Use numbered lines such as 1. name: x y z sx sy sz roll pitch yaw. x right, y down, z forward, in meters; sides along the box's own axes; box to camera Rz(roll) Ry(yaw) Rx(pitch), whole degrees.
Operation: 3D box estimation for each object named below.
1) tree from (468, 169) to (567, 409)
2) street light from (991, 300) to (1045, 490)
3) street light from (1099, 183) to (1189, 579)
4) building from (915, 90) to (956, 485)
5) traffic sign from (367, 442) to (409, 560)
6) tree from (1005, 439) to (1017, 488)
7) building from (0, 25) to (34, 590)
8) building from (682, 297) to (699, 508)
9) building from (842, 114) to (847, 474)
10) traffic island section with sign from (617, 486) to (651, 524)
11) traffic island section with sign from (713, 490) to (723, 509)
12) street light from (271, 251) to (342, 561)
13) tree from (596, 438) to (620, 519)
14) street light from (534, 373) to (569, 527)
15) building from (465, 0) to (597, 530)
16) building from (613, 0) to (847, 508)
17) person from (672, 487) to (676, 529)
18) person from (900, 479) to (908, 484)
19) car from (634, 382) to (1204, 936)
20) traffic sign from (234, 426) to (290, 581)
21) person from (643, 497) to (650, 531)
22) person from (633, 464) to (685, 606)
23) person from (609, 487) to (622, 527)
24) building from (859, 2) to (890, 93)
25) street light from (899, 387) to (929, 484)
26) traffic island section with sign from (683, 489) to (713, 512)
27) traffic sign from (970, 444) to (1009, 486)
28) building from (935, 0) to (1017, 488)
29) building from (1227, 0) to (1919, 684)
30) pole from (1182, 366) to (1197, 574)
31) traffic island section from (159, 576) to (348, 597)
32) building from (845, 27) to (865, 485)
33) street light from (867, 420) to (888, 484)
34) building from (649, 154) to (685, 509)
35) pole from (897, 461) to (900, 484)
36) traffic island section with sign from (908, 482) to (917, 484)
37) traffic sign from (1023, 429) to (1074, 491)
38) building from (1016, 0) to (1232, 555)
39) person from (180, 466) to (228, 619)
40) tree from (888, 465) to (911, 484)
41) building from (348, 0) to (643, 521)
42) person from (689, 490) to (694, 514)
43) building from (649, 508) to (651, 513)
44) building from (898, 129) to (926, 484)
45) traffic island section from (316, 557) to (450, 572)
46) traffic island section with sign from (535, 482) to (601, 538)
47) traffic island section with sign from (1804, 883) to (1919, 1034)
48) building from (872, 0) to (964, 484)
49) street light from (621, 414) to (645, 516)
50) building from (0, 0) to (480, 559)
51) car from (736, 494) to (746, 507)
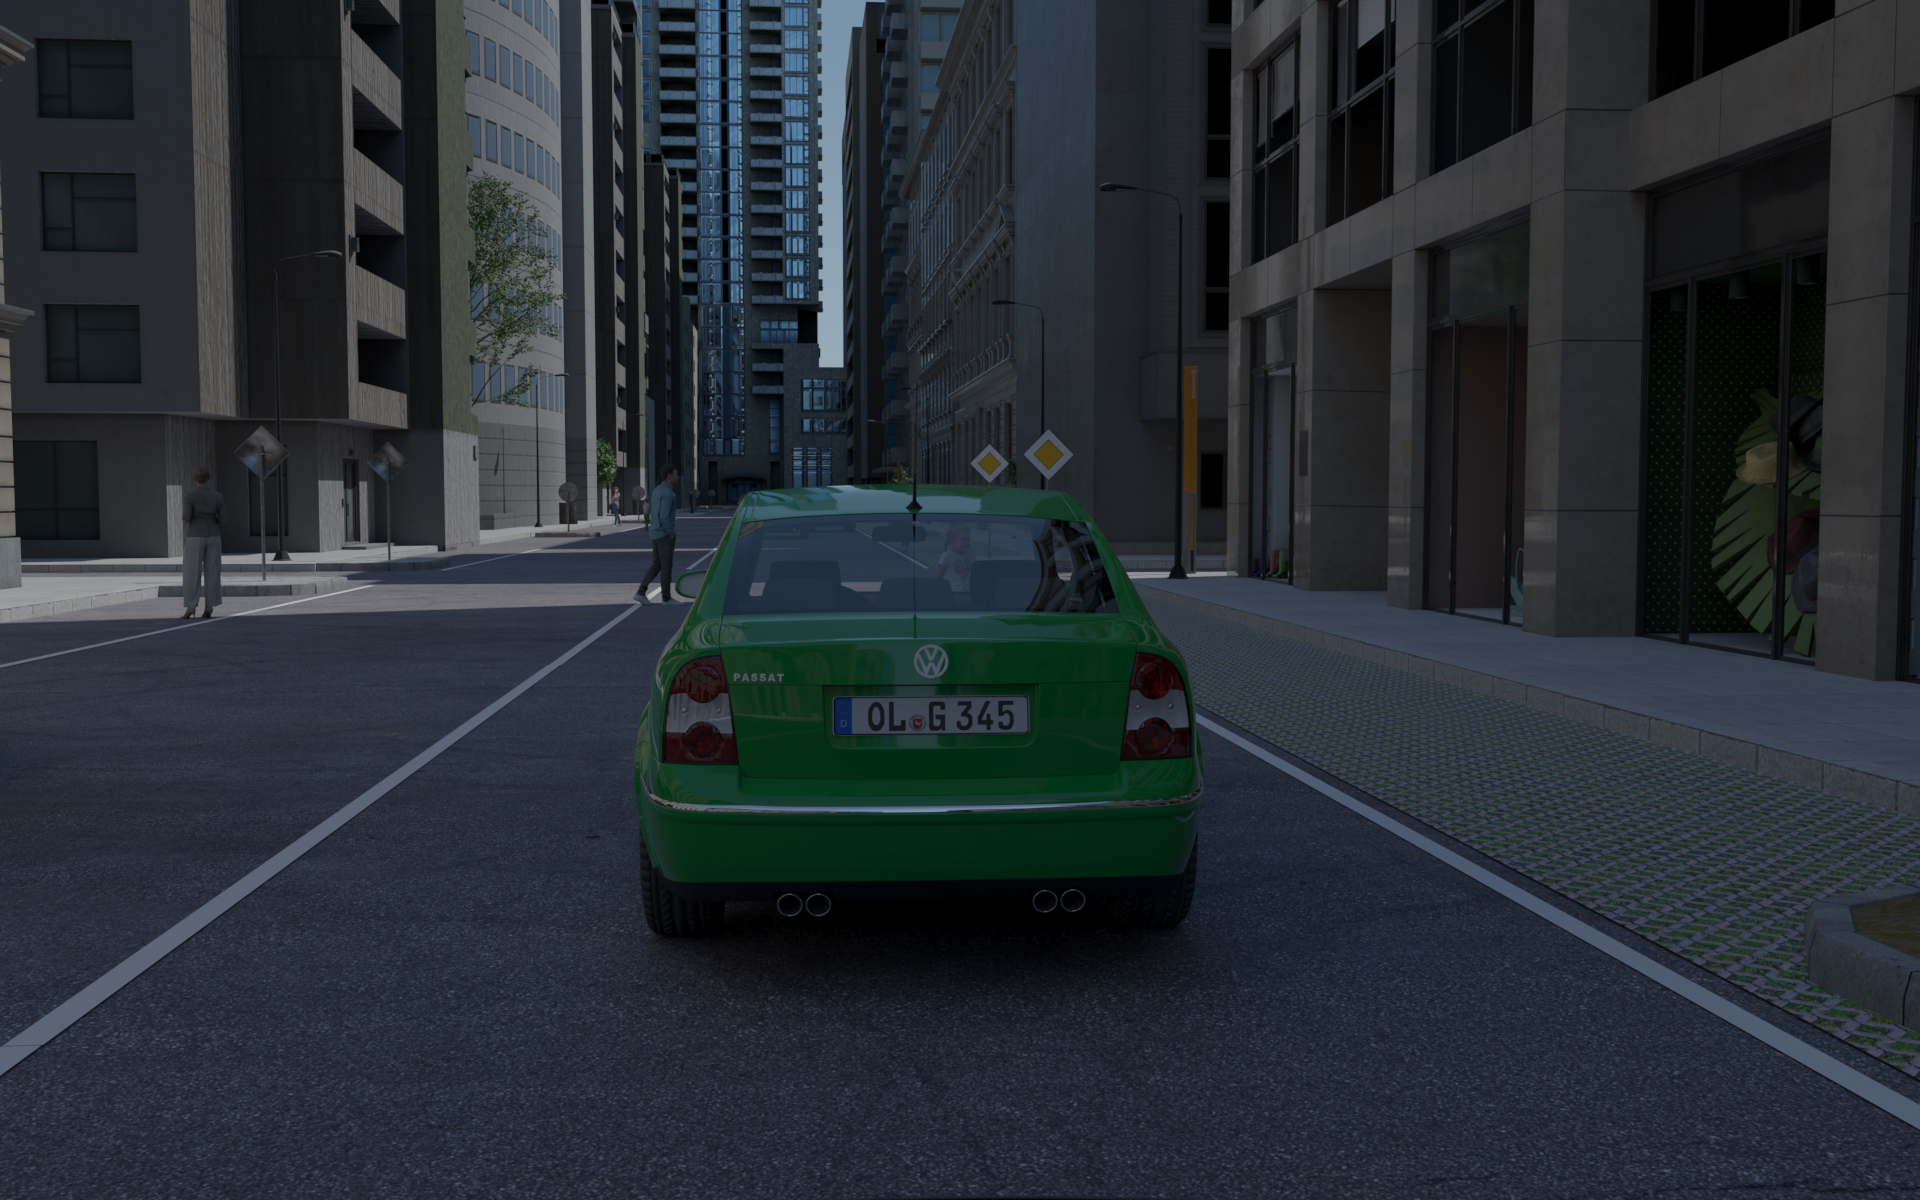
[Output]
1. tree: -15.554 -7.743 52.355 9.928 11.665 9.643 0 3 0
2. street light: 1.448 -4.221 41.561 1.470 5.913 1.316 0 4 -6
3. street light: 2.769 -3.274 26.066 1.470 5.913 1.316 0 4 -6
4. building: 3.418 -14.202 81.361 9.793 20.994 18.267 0 4 -6
5. traffic sign: -11.055 -1.826 33.497 0.795 2.450 0.064 0 4 -6
6. tree: 1.903 -3.401 50.212 1.663 3.219 1.824 0 3 0
7. building: -29.277 -12.065 16.353 34.723 24.649 14.460 0 4 -6
8. building: -40.997 -19.848 169.556 28.899 21.520 27.650 0 4 -6
9. building: -6.304 -33.674 200.684 14.200 45.320 14.600 0 4 -6
10. traffic island section with sign: -15.733 -4.671 85.006 1.989 1.847 2.006 0 4 -6
11. traffic island section with sign: -23.194 -9.396 162.256 1.989 1.847 2.006 0 4 -6
12. street light: -12.502 -3.709 33.175 1.470 5.913 1.316 0 4 -6
13. tree: -19.528 -6.569 91.117 4.285 4.588 4.351 0 3 0
14. street light: -15.733 -5.762 66.745 1.470 5.913 1.316 0 4 -6
15. building: -27.276 -32.299 70.082 21.231 58.520 28.212 0 4 -6
16. building: -29.096 -54.291 200.324 31.000 86.520 22.319 0 4 -6
17. person: -11.124 -3.536 66.535 0.478 1.798 0.641 2 4 28
18. person: -1.433 -2.061 42.383 0.709 1.800 0.728 -1 4 -9
19. car: -0.231 0.108 7.034 1.959 1.807 4.718 0 4 -4
20. traffic sign: -10.286 -1.340 25.549 0.795 2.450 0.064 0 4 -6
21. person: -12.077 -3.301 66.723 0.306 1.304 0.590 0 4 7
22. person: -3.876 -0.840 22.256 0.620 1.820 0.660 -2 4 -31
23. person: -15.121 -4.108 76.258 0.643 1.750 0.593 -3 4 -37
24. building: -1.858 -31.002 156.998 14.600 45.320 14.200 0 4 -6
25. street light: -1.935 -6.288 75.356 1.470 5.913 1.316 0 4 -6
26. traffic island section with sign: -20.602 -7.755 135.425 1.989 1.847 2.006 0 4 -6
27. traffic sign: 0.588 -1.893 34.598 0.795 2.450 0.064 0 4 -6
28. building: 5.740 -13.799 61.772 11.583 22.565 21.152 0 4 -6
29. building: 15.379 -12.595 10.447 19.350 26.468 34.151 0 4 -6
30. pole: 3.690 -2.076 27.791 0.158 3.312 0.155 0 3 0
31. traffic island section: -10.309 -0.204 25.609 2.009 0.180 2.903 0 4 -6
32. building: -0.508 -33.717 174.979 21.300 48.544 21.600 0 4 -6
33. street light: -5.140 -8.349 109.047 1.470 5.913 1.316 0 4 -6
34. building: -30.894 -22.909 146.262 14.160 30.474 14.107 0 4 -6
35. pole: -3.813 -6.948 107.437 0.158 3.312 0.155 0 3 0
36. traffic island section with sign: -1.767 -3.091 59.162 1.989 1.847 2.006 0 4 -6
37. traffic sign: 1.356 -1.407 26.650 0.795 2.450 0.064 0 4 -6
38. building: 17.092 -13.651 42.264 30.058 24.678 14.314 0 4 -6
39. person: -8.741 -0.668 19.977 0.519 1.759 0.362 -3 5 -42
40. tree: -4.173 -7.428 116.047 1.663 3.219 1.824 0 3 0
41. building: -25.948 -20.098 100.307 14.160 30.474 14.107 0 4 -6
42. person: -19.681 -7.181 126.828 0.530 1.710 0.541 1 4 15
43. building: -32.716 -49.464 121.402 22.319 86.520 31.000 0 4 -6
44. building: 2.536 -16.604 100.357 11.050 23.489 19.941 0 4 -6
45. traffic island section: -11.077 -0.690 33.557 2.009 0.180 2.903 0 4 -6
46. traffic island section with sign: -13.120 -3.024 58.078 1.989 1.847 2.006 0 4 -6
47. traffic island section with sign: 3.510 0.241 4.682 1.989 1.847 2.006 0 4 -6
48. building: 5.381 -31.516 134.898 23.786 49.044 30.456 0 4 -6
49. street light: -18.904 -7.803 100.113 1.470 5.913 1.316 0 4 -6
50. building: -19.584 -16.373 39.394 14.160 30.474 14.107 0 4 -6
51. car: -17.681 -8.143 144.943 2.131 1.459 4.920 0 4 -5
